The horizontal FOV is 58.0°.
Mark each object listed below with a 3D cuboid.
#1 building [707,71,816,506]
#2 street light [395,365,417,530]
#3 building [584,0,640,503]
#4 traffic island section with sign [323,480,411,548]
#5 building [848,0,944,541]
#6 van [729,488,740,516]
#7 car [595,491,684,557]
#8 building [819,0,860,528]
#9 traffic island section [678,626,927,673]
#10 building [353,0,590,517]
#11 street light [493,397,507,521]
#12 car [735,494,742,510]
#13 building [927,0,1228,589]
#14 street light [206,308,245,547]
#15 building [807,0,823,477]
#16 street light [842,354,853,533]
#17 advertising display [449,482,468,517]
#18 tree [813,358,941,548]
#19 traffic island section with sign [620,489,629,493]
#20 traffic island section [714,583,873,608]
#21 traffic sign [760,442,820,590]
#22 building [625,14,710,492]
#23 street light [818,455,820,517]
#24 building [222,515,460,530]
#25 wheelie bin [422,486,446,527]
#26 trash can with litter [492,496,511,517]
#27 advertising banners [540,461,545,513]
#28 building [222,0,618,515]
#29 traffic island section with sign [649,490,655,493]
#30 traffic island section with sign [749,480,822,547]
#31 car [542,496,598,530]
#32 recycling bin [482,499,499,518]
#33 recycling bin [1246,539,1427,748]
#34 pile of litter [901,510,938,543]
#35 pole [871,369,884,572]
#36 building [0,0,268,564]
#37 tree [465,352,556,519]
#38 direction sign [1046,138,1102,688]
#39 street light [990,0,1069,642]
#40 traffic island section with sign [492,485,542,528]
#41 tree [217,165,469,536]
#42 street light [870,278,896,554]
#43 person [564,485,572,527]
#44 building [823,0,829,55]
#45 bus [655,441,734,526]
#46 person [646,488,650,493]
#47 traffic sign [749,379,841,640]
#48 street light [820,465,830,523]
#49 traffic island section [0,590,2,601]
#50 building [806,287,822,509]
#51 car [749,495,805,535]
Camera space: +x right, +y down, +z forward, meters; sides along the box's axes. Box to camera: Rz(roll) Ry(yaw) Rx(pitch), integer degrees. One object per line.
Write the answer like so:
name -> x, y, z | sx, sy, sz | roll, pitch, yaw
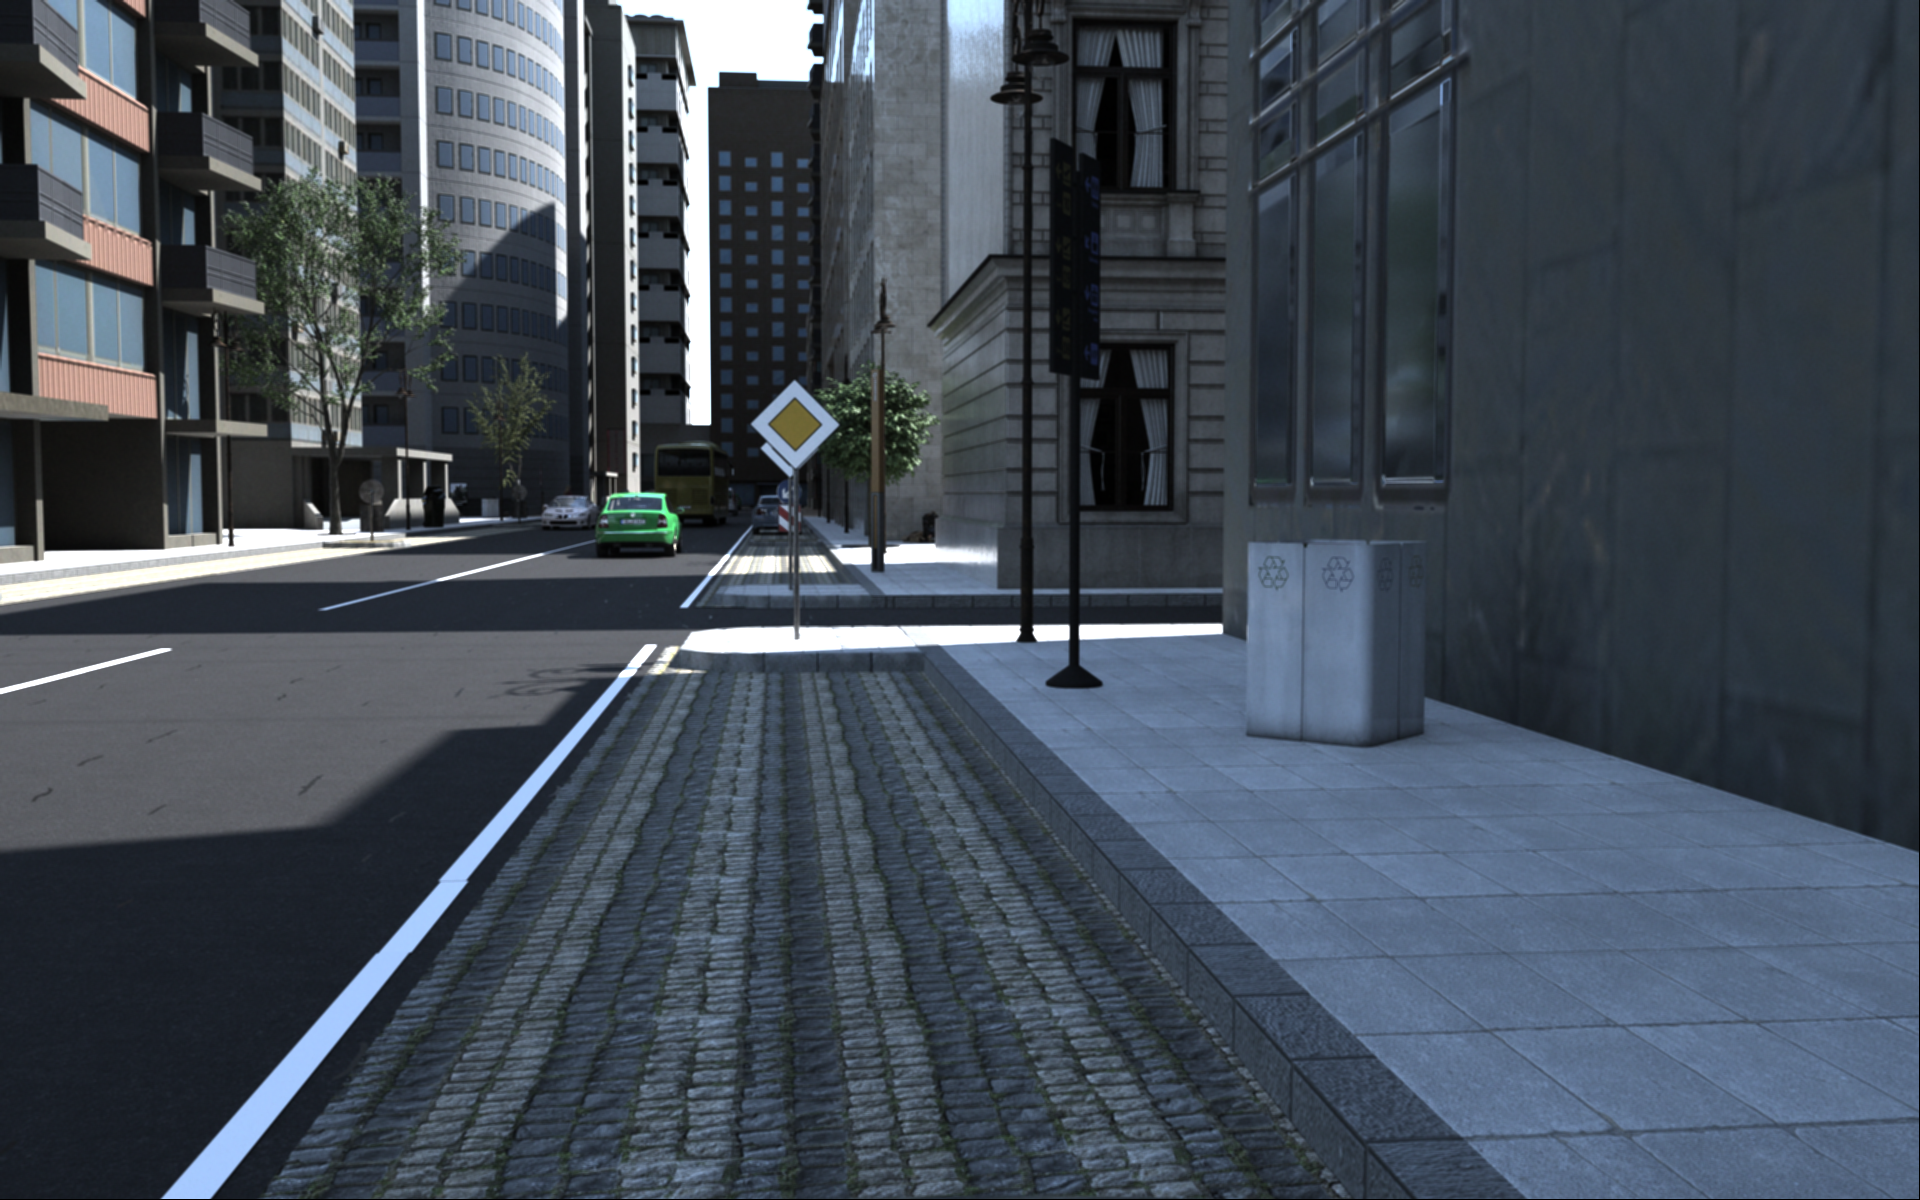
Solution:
building -> -19.755, -32.884, 187.768 | 14.200, 45.320, 14.600 | 0, 4, -6
street light -> -19.835, -5.462, 62.093 | 0.468, 5.910, 1.993 | 0, 4, -6
building -> -41.196, -32.776, 159.586 | 21.600, 48.544, 21.300 | 0, 4, -6
traffic island section with sign -> -15.864, -2.317, 46.511 | 1.989, 1.847, 2.006 | 0, 4, -6
building -> 1.980, -12.277, 55.477 | 10.420, 20.320, 16.860 | 0, 4, -6
van -> -15.533, -6.559, 114.257 | 2.013, 2.044, 4.112 | 0, 4, -5
car -> -7.528, -1.960, 40.835 | 1.959, 1.807, 4.718 | 0, 4, -6
building -> 3.495, -16.946, 81.585 | 19.350, 26.468, 34.151 | 0, 4, -6
traffic island section -> -1.416, 0.430, 15.244 | 2.009, 0.180, 2.903 | 0, 4, -6
building -> -35.697, -34.639, 108.344 | 21.231, 58.520, 28.212 | 0, 4, -6
street light -> -21.967, -6.731, 82.831 | 0.468, 5.910, 1.993 | 0, 4, -6
car -> -20.382, -8.892, 154.184 | 1.959, 1.807, 4.718 | 0, 4, -5
building -> 9.036, -10.016, 28.390 | 19.286, 19.102, 10.561 | 0, 4, -6
street light -> -17.790, -4.240, 42.107 | 0.468, 5.910, 1.993 | 0, 4, -6
building -> -0.285, -29.122, 130.771 | 22.147, 44.769, 28.867 | 0, 4, -6
street light -> -3.754, -5.159, 57.130 | 0.468, 5.910, 1.993 | 0, 4, -6
advertising display -> -27.752, -5.545, 95.879 | 0.974, 1.923, 0.123 | -1, 4, -18
tree -> -2.095, -3.567, 42.034 | 4.285, 4.588, 4.351 | 0, 3, 0
traffic island section with sign -> -23.938, -7.046, 123.830 | 1.989, 1.847, 2.006 | 0, 4, -6
traffic island section -> -2.245, -0.055, 23.186 | 2.009, 0.180, 2.903 | 0, 4, -6
traffic sign -> -2.268, -1.190, 23.107 | 0.795, 2.450, 0.064 | 0, 4, -6
building -> -41.320, -36.872, 192.091 | 27.495, 52.752, 28.713 | 0, 4, -6
street light -> -7.875, -7.591, 96.897 | 0.468, 5.910, 1.993 | 0, 4, -6
building -> -37.497, -22.945, 67.031 | 32.217, 40.220, 23.993 | 0, 4, -6
wheelie bin -> -20.269, -3.605, 66.853 | 0.693, 1.594, 0.980 | 2, 4, 34
trash can with litter -> -25.471, -5.174, 95.989 | 1.055, 1.170, 0.624 | -3, 5, -41
advertising banners -> -22.638, -5.973, 93.849 | 0.090, 3.025, 2.074 | -1, 4, -10
building -> -43.782, -27.110, 135.123 | 32.217, 40.220, 23.993 | 0, 4, -6
traffic island section with sign -> -26.735, -8.686, 150.640 | 1.989, 1.847, 2.006 | 0, 4, -6
traffic island section with sign -> -4.810, -2.389, 47.683 | 1.989, 1.847, 2.006 | 0, 4, -6
car -> -15.879, -3.568, 70.696 | 2.083, 1.381, 4.827 | 0, 4, -5
recycling bin -> -25.136, -4.903, 92.716 | 0.722, 1.027, 0.722 | -3, 4, -36
recycling bin -> 2.003, 0.204, 9.213 | 0.722, 1.027, 0.722 | 3, 5, 39
pile of litter -> -1.040, -1.966, 46.116 | 1.176, 0.858, 1.719 | 1, 4, 19
pole -> -1.355, -2.116, 28.443 | 0.158, 3.312, 0.155 | 0, 3, 0
building -> -27.423, -23.166, 33.383 | 22.147, 44.769, 28.867 | 0, 4, -6
tree -> -22.933, -8.468, 88.809 | 4.737, 8.622, 4.395 | 0, 3, 0
direction sign -> 0.765, -1.193, 11.507 | 0.379, 3.537, 0.876 | 2, 4, 24
street light -> 0.580, -2.574, 14.876 | 0.468, 5.910, 1.993 | 0, 4, -6
traffic island section with sign -> -18.656, -3.957, 73.322 | 1.989, 1.847, 2.006 | 0, 4, -6
tree -> -19.439, -7.838, 53.914 | 9.928, 11.665, 9.643 | 0, 3, 0
street light -> -1.652, -3.943, 37.251 | 0.468, 5.910, 1.993 | 0, 4, -6
person -> -17.285, -4.157, 76.438 | 0.573, 1.828, 0.580 | -2, 4, -34
building -> -1.465, -28.068, 109.021 | 14.600, 45.320, 14.200 | 0, 4, -6
bus -> -12.224, -5.414, 80.061 | 2.896, 3.916, 12.252 | 0, 4, -4
person -> -20.790, -6.533, 115.189 | 0.709, 1.838, 0.599 | 0, 4, -4
traffic sign -> -1.439, -0.705, 15.165 | 0.795, 2.450, 0.064 | 0, 4, -6
street light -> -5.862, -6.374, 77.009 | 0.468, 5.910, 1.993 | 0, 4, -6
traffic island section -> -13.625, 0.017, 22.007 | 2.009, 0.180, 2.903 | 0, 4, -6
building -> -0.106, -19.293, 160.484 | 27.650, 21.520, 28.899 | 0, 4, -6
car -> -6.559, -3.060, 62.028 | 2.014, 1.417, 4.499 | 0, 4, -6
